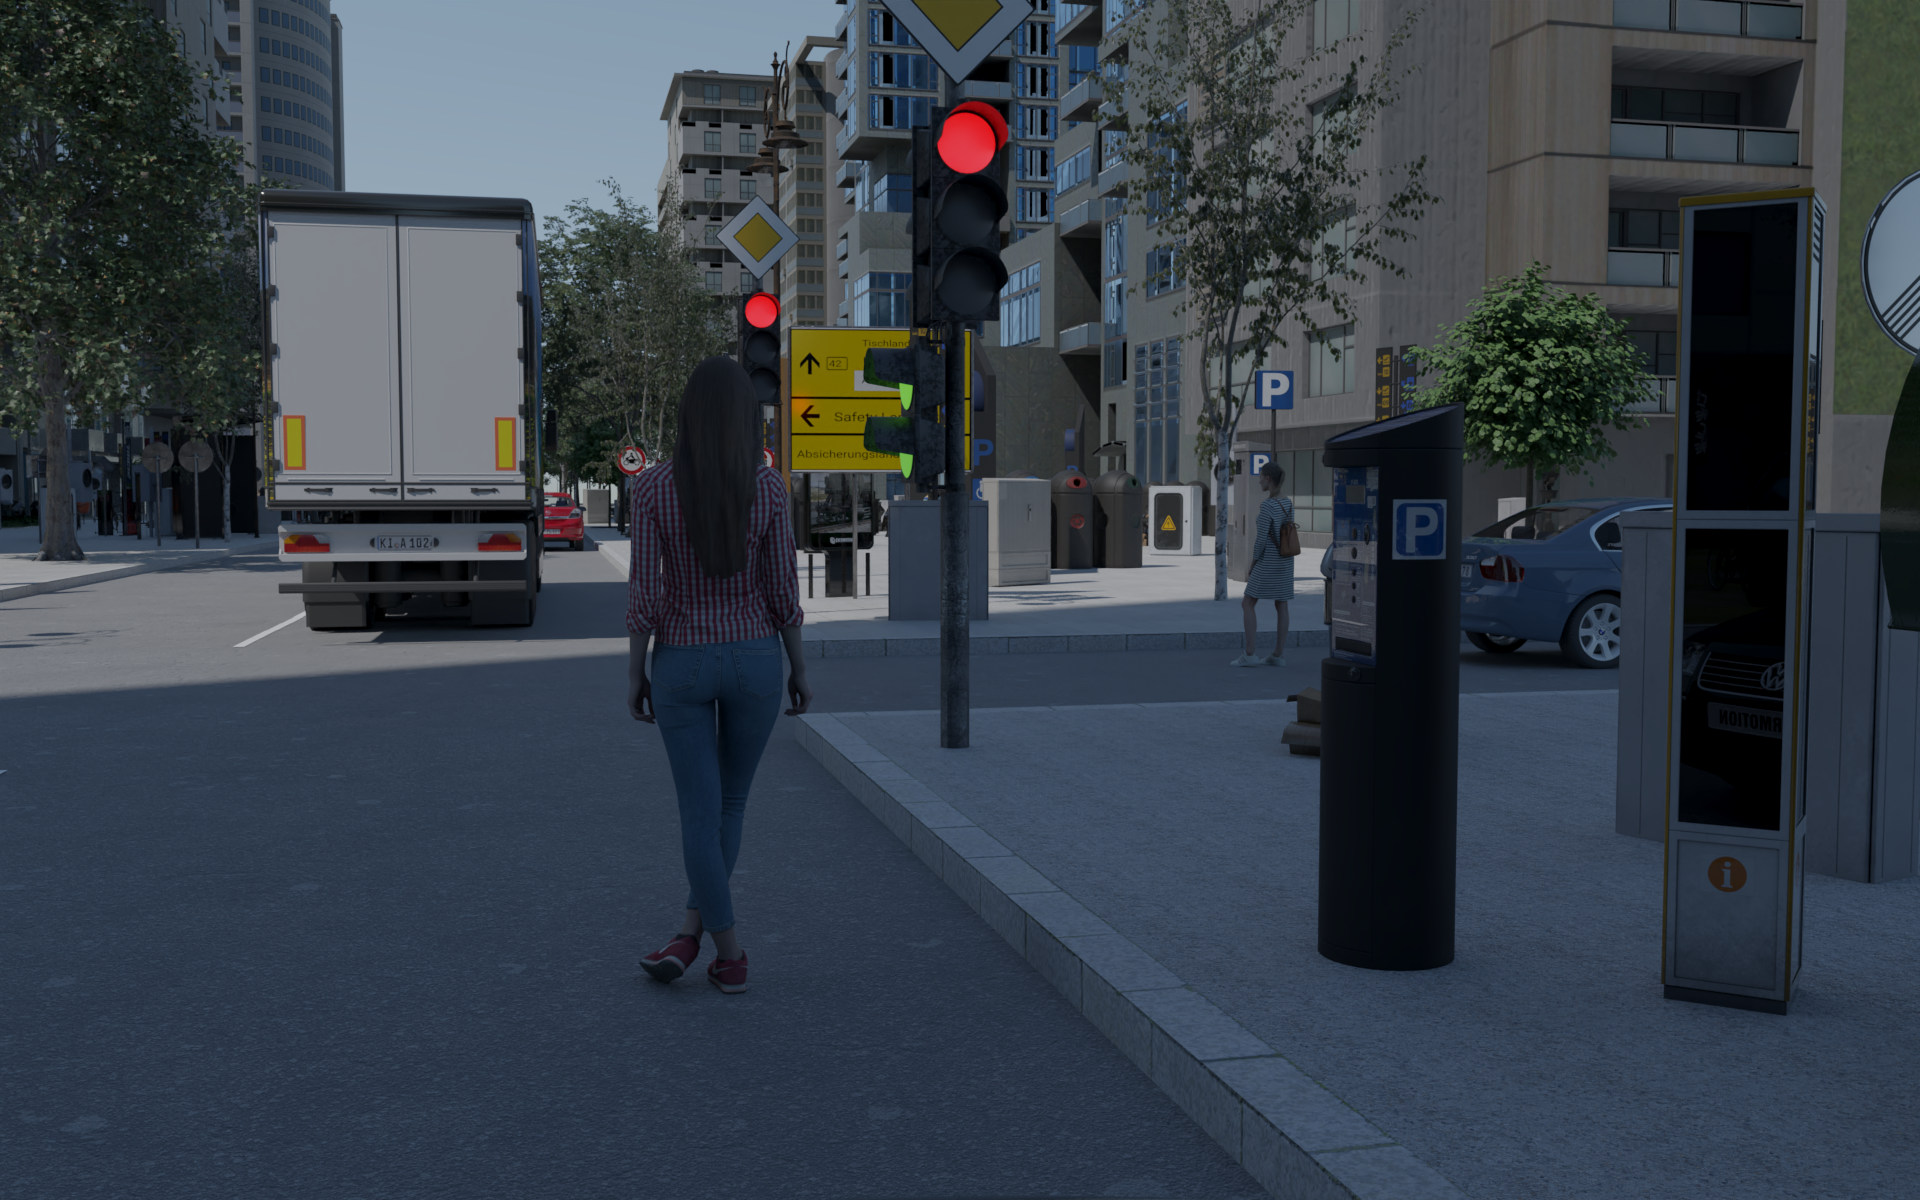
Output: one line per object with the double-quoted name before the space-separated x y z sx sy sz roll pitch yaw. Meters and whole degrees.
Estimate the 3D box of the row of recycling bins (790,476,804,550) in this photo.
"row of recycling bins" -3.792 -2.060 40.786 1.069 1.692 3.534 1 4 16

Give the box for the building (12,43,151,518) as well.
"building" -58.535 -29.079 95.049 23.786 49.044 30.456 -1 4 -14

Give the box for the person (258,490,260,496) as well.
"person" -65.842 -9.426 162.625 0.705 1.823 1.348 -2 4 -30

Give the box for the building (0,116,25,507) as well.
"building" -49.603 -26.877 63.143 21.300 48.544 21.600 -1 4 -14

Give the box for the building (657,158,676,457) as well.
"building" -30.140 -37.651 239.291 21.300 48.544 21.600 -1 4 -14

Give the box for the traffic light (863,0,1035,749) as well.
"traffic light" -0.045 -1.208 8.679 0.839 4.253 0.868 -1 4 -14

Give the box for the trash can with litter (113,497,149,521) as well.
"trash can with litter" -39.218 -4.321 81.714 2.233 1.210 1.678 2 4 23

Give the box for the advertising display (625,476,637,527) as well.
"advertising display" -11.858 -3.534 62.993 0.974 1.923 0.123 -1 4 -12

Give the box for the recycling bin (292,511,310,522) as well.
"recycling bin" -30.664 -4.177 80.842 0.722 1.027 0.722 0 4 8

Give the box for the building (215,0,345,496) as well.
"building" -79.682 -39.606 189.564 21.231 58.520 28.212 -1 4 -14

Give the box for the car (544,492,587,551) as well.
"car" -10.722 -2.185 44.761 2.155 1.783 4.494 -1 4 -15

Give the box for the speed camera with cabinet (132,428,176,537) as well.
"speed camera with cabinet" -24.175 -3.547 52.335 0.660 3.252 2.038 0 4 6

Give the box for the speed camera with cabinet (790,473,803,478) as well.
"speed camera with cabinet" -5.993 -4.275 64.240 0.660 3.252 2.038 0 4 2

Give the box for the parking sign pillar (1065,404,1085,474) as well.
"parking sign pillar" 3.415 -3.851 51.441 1.447 3.967 1.447 1 4 11

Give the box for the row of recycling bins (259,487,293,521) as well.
"row of recycling bins" -32.579 -4.677 83.589 1.069 1.692 3.534 0 4 8

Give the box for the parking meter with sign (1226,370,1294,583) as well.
"parking meter with sign" 4.312 -1.778 25.324 0.543 3.016 1.738 -1 4 -8

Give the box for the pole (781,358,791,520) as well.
"pole" -2.654 -1.972 26.079 0.158 3.312 0.155 0 3 0

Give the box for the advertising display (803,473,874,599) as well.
"advertising display" -1.500 -0.996 21.503 0.974 1.923 0.123 -3 4 -37

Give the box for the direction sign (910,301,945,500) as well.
"direction sign" -0.287 -1.704 19.862 0.379 3.537 0.876 -3 5 -41

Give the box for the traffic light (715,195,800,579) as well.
"traffic light" -1.931 -1.683 16.439 0.839 4.253 0.868 -1 4 -14

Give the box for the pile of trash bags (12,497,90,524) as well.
"pile of trash bags" -38.762 -3.897 73.461 3.447 1.369 1.912 -2 4 -25

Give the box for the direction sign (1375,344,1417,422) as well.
"direction sign" 6.677 -2.117 26.610 0.379 3.537 0.876 -2 4 -28

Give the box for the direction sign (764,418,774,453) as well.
"direction sign" -5.730 -3.664 51.899 0.379 3.537 0.876 -3 4 -37

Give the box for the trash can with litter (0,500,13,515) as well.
"trash can with litter" -39.183 -3.668 71.353 1.055 1.170 0.624 3 4 39

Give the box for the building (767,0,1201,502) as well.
"building" -0.031 -49.124 115.852 22.319 86.520 31.000 -1 4 -14

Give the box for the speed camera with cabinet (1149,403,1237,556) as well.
"speed camera with cabinet" 4.942 -2.534 35.768 2.038 3.252 0.660 2 4 29

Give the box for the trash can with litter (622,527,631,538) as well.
"trash can with litter" -9.446 -2.443 51.322 1.055 1.170 0.624 -2 4 -32

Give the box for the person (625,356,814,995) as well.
"person" -0.688 0.214 5.012 0.555 1.821 0.388 -2 4 -26

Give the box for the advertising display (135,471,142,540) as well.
"advertising display" -23.238 -2.677 48.983 0.123 1.923 0.974 -2 4 -26

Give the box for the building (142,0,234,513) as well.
"building" -67.692 -32.614 122.478 28.713 52.752 27.495 -1 4 -14

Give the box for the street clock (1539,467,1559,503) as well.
"street clock" 11.100 -1.718 32.662 0.358 2.002 0.471 0 4 0

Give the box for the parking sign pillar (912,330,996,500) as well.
"parking sign pillar" 0.180 -2.361 27.070 1.447 3.967 1.447 -1 4 -16

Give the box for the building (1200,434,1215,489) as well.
"building" 12.929 -46.363 70.713 22.319 86.520 31.000 -1 4 -14

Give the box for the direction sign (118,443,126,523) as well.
"direction sign" -37.545 -5.243 77.712 0.379 3.537 0.876 0 4 -6

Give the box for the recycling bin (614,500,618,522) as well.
"recycling bin" -15.323 -4.064 79.007 0.722 1.027 0.722 -2 4 -31

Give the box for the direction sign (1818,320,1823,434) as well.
"direction sign" 10.806 -1.864 22.472 0.876 3.537 0.379 -1 4 -21

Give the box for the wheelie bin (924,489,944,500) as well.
"wheelie bin" -0.725 -3.052 57.807 0.980 1.594 0.693 0 4 -1

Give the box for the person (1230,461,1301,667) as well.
"person" 2.596 -0.300 14.410 0.522 1.701 0.512 3 5 41

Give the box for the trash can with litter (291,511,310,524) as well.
"trash can with litter" -28.345 -3.895 74.736 1.678 1.210 2.233 0 4 -3

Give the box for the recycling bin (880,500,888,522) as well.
"recycling bin" -2.810 -3.552 70.627 0.722 1.027 0.722 -2 4 -28

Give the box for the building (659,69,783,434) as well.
"building" -21.769 -38.333 215.977 28.713 52.752 27.495 -1 4 -14

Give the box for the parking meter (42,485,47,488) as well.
"parking meter" -25.852 -2.494 49.186 0.372 1.533 0.369 0 3 0

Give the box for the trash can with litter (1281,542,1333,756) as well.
"trash can with litter" 2.060 0.163 8.724 0.624 1.170 1.055 2 4 34

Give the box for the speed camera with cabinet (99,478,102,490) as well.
"speed camera with cabinet" -39.166 -5.035 76.659 2.038 3.252 0.660 -3 5 -45

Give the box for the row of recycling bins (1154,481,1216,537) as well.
"row of recycling bins" 6.989 -2.832 53.413 1.069 1.692 3.534 -3 5 -42

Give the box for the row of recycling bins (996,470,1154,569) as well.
"row of recycling bins" 1.466 -1.378 29.644 3.534 1.692 1.069 -2 4 -24

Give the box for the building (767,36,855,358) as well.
"building" -2.235 -27.712 144.973 32.217 40.220 23.993 -1 4 -14

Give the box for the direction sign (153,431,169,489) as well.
"direction sign" -28.911 -4.327 62.749 0.876 3.537 0.379 2 4 32

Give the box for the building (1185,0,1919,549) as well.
"building" 14.302 -21.813 40.231 14.086 41.232 14.154 -1 4 -14

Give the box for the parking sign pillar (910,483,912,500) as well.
"parking sign pillar" -1.411 -4.579 63.333 1.447 3.967 1.447 3 5 39

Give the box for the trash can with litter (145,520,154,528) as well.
"trash can with litter" -30.460 -3.331 65.855 1.055 1.170 0.624 0 4 0

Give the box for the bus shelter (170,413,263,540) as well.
"bus shelter" -22.062 -3.703 51.823 1.731 3.624 6.357 -1 4 -14

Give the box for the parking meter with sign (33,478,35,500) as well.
"parking meter with sign" -40.544 -4.974 77.586 1.738 3.016 0.543 -1 4 -23

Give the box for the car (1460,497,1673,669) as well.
"car" 6.275 -0.198 15.246 4.499 1.417 2.014 -1 4 -14

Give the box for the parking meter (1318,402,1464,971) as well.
"parking meter" 1.188 0.221 4.790 0.372 1.533 0.369 0 3 0

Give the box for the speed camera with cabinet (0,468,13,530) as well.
"speed camera with cabinet" -34.363 -4.087 61.160 0.660 3.252 2.038 0 4 7

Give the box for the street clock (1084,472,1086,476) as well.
"street clock" 3.674 -2.985 53.379 0.358 2.002 0.471 2 4 35

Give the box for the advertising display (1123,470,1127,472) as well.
"advertising display" 4.479 -2.586 47.490 0.123 1.923 0.974 1 4 10

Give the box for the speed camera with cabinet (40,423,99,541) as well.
"speed camera with cabinet" -24.714 -3.275 47.881 0.660 3.252 2.038 0 4 -3
